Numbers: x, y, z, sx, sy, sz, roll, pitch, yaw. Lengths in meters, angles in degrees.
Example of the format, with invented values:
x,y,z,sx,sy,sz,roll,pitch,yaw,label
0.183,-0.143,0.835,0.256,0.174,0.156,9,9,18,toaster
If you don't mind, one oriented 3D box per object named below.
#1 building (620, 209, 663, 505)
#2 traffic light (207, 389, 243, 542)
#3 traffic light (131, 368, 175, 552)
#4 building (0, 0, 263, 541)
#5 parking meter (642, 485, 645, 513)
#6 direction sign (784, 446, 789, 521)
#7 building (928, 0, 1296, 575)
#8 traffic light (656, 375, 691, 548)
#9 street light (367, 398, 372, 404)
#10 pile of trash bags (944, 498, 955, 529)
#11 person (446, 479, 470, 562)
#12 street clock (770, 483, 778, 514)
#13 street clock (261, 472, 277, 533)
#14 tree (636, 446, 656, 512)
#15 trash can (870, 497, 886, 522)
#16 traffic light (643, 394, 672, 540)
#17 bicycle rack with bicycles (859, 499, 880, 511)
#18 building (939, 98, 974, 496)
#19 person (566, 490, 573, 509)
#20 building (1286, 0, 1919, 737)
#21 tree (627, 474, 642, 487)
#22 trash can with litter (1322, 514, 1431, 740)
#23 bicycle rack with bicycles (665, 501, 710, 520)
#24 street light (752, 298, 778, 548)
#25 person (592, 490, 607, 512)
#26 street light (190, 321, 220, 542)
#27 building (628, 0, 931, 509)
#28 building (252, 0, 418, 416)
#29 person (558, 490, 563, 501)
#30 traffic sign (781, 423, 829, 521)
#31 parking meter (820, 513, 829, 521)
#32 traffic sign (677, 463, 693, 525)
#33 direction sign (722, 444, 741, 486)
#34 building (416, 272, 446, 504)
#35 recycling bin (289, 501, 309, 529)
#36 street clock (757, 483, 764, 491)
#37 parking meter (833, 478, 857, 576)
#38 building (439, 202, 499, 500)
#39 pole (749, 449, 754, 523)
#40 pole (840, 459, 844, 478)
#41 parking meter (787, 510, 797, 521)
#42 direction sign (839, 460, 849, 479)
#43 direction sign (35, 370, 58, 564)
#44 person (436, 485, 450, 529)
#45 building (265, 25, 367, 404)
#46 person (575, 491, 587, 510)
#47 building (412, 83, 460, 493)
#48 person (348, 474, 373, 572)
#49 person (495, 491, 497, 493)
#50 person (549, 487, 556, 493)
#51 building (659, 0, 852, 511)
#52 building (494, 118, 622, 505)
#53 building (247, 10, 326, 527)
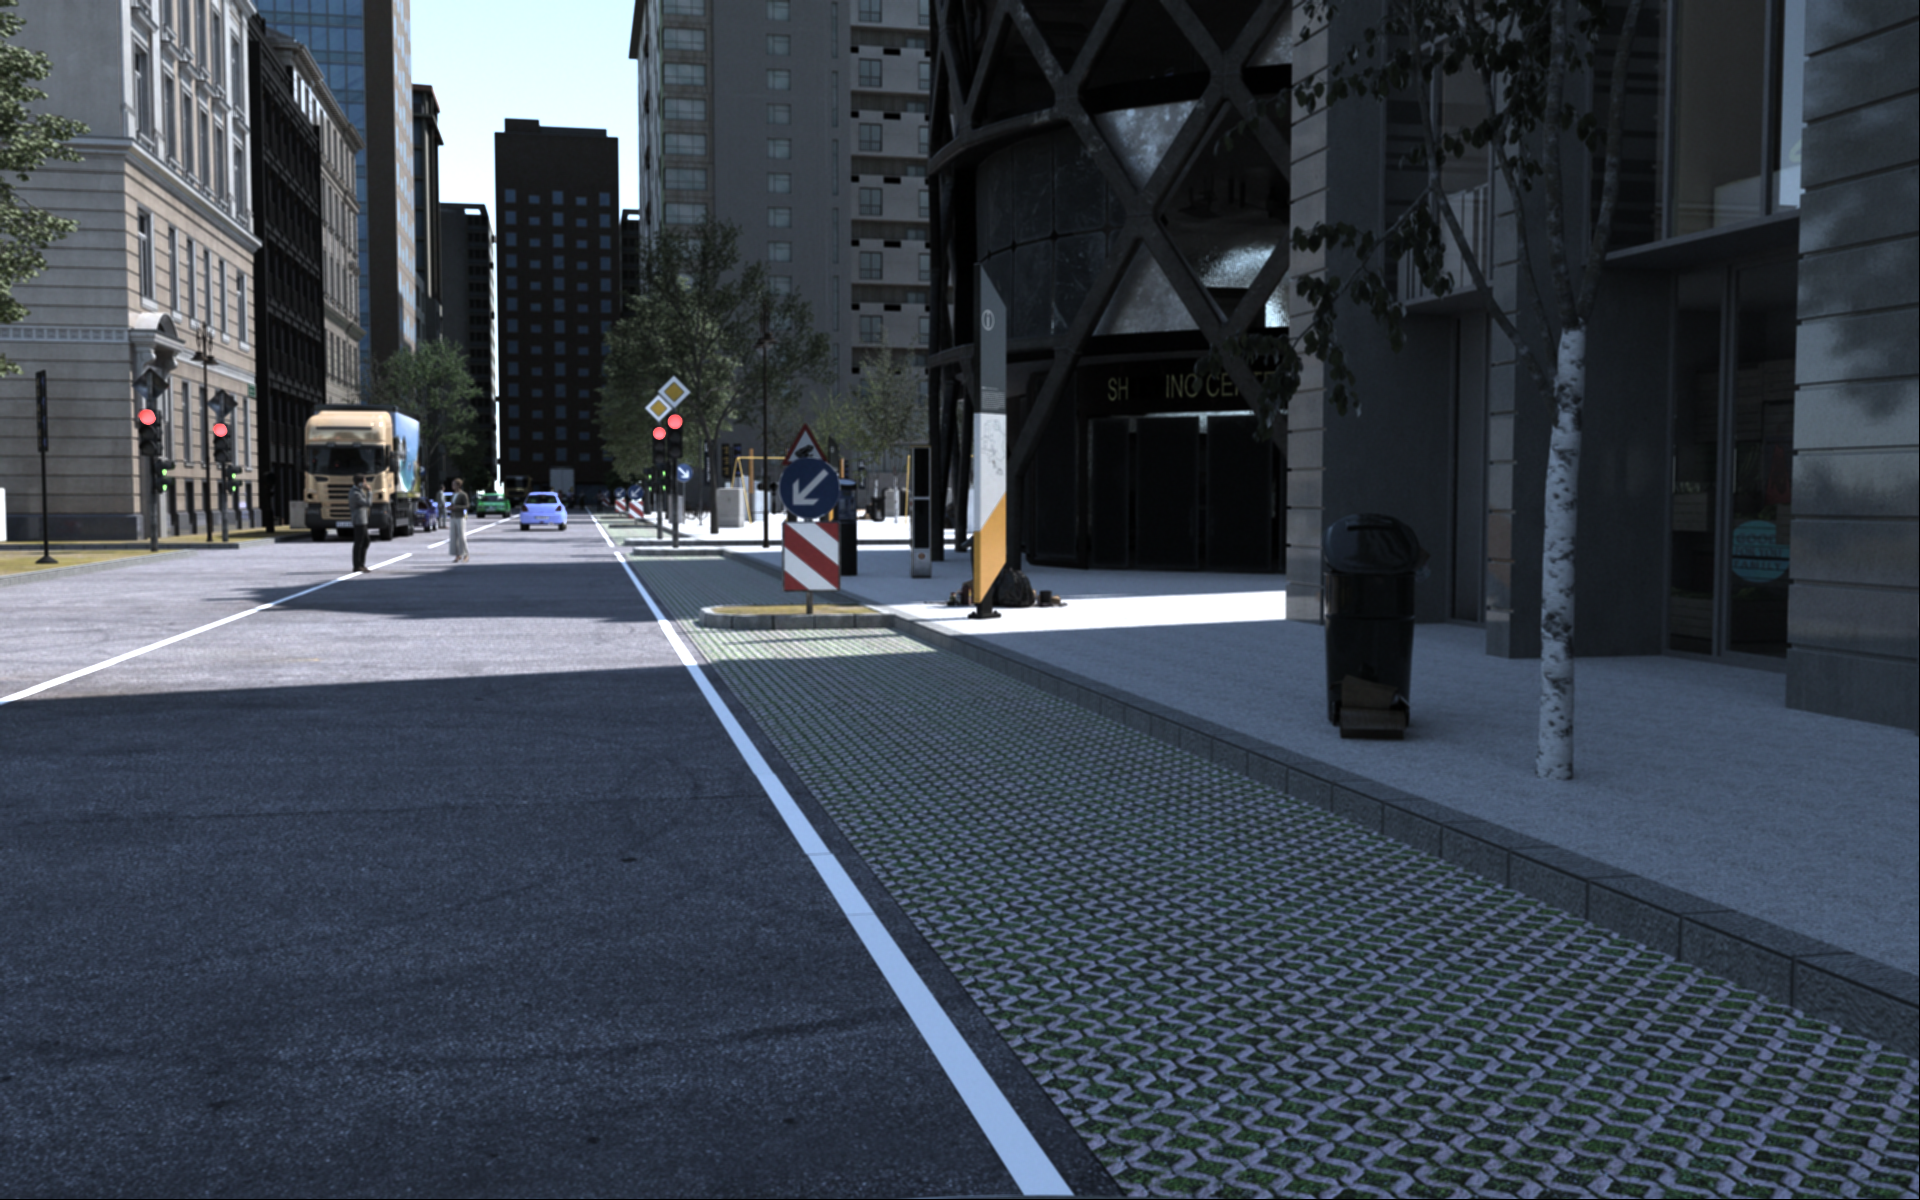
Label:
x,y,z,sx,sy,sz,roll,pitch,yaw,label
-32.062,-32.555,224.154,23.993,40.220,32.217,-1,4,-12,building
-19.685,-3.512,46.337,0.839,4.253,0.868,-1,4,-12,traffic light
-17.961,-3.035,38.540,0.839,4.253,0.868,-1,4,-12,traffic light
-30.908,-16.467,55.136,13.634,28.700,20.117,-1,4,-12,building
-20.860,-6.666,114.696,0.399,1.863,0.255,-3,5,-44,parking meter
-8.112,-5.472,81.458,0.379,3.537,0.876,0,4,5,direction sign
7.561,-10.147,33.360,16.820,18.784,16.811,-1,4,-12,building
-6.773,-3.187,41.020,0.839,4.253,0.868,-1,4,-12,traffic light
-28.421,-6.774,83.551,0.468,5.910,1.993,-1,4,-12,street light
0.756,-3.341,64.374,3.447,1.369,1.912,-1,4,-16,pile of trash bags
-10.602,-1.678,36.477,0.519,1.759,0.362,2,4,32,person
-11.771,-6.429,109.679,0.471,2.002,0.358,0,4,7,street clock
-22.896,-3.233,57.434,0.358,2.002,0.471,2,4,25,street clock
-22.199,-10.651,124.514,4.360,8.622,3.978,0,3,0,tree
-3.806,-4.220,80.653,0.748,1.137,0.748,0,3,0,trash can
-8.497,-3.663,48.818,0.839,4.253,0.868,-1,4,-12,traffic light
-6.109,-6.839,125.195,2.852,0.926,2.925,-1,4,-20,bicycle rack with bicycles
-13.962,-34.743,157.291,28.713,52.752,27.495,-1,4,-12,building
-38.152,-9.853,169.471,0.709,1.838,0.599,1,4,15,person
11.759,-13.831,3.625,11.434,29.767,29.804,-1,4,-12,building
-26.750,-9.110,143.553,1.663,3.219,1.824,0,3,0,tree
2.298,0.120,9.433,0.624,1.170,1.055,1,4,8,trash can with litter
-13.509,-4.474,86.526,2.925,0.926,2.852,1,4,21,bicycle rack with bicycles
-4.624,-4.179,41.122,0.468,5.910,1.993,-1,4,-12,street light
-28.500,-7.807,136.861,1.217,1.736,0.721,0,4,7,person
-20.209,-4.507,46.473,0.468,5.910,1.993,-1,4,-12,street light
-19.984,-36.381,184.068,28.713,52.752,27.495,-1,4,-12,building
-46.947,-28.994,124.158,14.600,45.320,14.200,-1,4,-12,building
-29.139,-7.126,125.734,0.721,1.743,1.217,1,4,11,person
-2.848,-1.953,31.929,0.884,2.594,0.081,-1,4,-12,traffic sign
-6.006,-4.371,77.177,0.399,1.863,0.255,-3,5,-43,parking meter
-11.521,-4.412,72.246,0.768,2.556,0.104,-1,4,-10,traffic sign
-10.280,-5.258,77.973,0.876,3.537,0.379,0,4,-1,direction sign
-58.472,-18.317,144.519,27.650,21.520,28.899,-1,4,-12,building
-24.164,-3.124,63.638,0.722,1.027,0.722,0,4,-3,recycling bin
-13.054,-6.678,113.759,0.471,2.002,0.358,1,4,16,street clock
-1.811,-1.156,27.305,0.372,1.533,0.369,0,3,0,parking meter
-70.218,-32.038,215.710,23.993,40.220,32.217,-1,4,-12,building
-9.356,-5.126,77.650,0.158,3.312,0.155,0,3,0,pole
-6.772,-6.458,99.439,0.158,3.312,0.155,0,3,0,pole
-6.165,-3.376,63.608,0.372,1.533,0.369,0,3,0,parking meter
-7.843,-7.644,116.980,0.876,3.537,0.379,3,4,38,direction sign
-16.934,-2.447,32.006,0.379,3.537,0.876,-3,4,-37,direction sign
-21.457,-3.860,71.707,0.635,1.810,0.391,3,5,44,person
-39.545,-18.062,92.572,12.463,27.353,25.104,-1,4,-12,building
-33.661,-8.853,153.969,1.217,1.736,0.721,2,4,25,person
-66.449,-31.988,177.632,28.867,44.769,22.147,-1,4,-12,building
-10.970,-1.410,31.736,0.473,1.802,0.592,-1,4,-12,person
-42.225,-9.060,157.341,0.721,1.736,1.217,-2,4,-35,person
-26.390,-6.374,112.082,0.474,1.900,0.648,3,4,38,person
-16.286,-27.621,135.199,14.154,41.232,14.086,-1,4,-12,building
-48.663,-34.283,210.632,14.200,45.320,14.600,-1,4,-12,building
-34.425,-14.876,72.898,12.332,23.373,15.834,-1,4,-12,building
